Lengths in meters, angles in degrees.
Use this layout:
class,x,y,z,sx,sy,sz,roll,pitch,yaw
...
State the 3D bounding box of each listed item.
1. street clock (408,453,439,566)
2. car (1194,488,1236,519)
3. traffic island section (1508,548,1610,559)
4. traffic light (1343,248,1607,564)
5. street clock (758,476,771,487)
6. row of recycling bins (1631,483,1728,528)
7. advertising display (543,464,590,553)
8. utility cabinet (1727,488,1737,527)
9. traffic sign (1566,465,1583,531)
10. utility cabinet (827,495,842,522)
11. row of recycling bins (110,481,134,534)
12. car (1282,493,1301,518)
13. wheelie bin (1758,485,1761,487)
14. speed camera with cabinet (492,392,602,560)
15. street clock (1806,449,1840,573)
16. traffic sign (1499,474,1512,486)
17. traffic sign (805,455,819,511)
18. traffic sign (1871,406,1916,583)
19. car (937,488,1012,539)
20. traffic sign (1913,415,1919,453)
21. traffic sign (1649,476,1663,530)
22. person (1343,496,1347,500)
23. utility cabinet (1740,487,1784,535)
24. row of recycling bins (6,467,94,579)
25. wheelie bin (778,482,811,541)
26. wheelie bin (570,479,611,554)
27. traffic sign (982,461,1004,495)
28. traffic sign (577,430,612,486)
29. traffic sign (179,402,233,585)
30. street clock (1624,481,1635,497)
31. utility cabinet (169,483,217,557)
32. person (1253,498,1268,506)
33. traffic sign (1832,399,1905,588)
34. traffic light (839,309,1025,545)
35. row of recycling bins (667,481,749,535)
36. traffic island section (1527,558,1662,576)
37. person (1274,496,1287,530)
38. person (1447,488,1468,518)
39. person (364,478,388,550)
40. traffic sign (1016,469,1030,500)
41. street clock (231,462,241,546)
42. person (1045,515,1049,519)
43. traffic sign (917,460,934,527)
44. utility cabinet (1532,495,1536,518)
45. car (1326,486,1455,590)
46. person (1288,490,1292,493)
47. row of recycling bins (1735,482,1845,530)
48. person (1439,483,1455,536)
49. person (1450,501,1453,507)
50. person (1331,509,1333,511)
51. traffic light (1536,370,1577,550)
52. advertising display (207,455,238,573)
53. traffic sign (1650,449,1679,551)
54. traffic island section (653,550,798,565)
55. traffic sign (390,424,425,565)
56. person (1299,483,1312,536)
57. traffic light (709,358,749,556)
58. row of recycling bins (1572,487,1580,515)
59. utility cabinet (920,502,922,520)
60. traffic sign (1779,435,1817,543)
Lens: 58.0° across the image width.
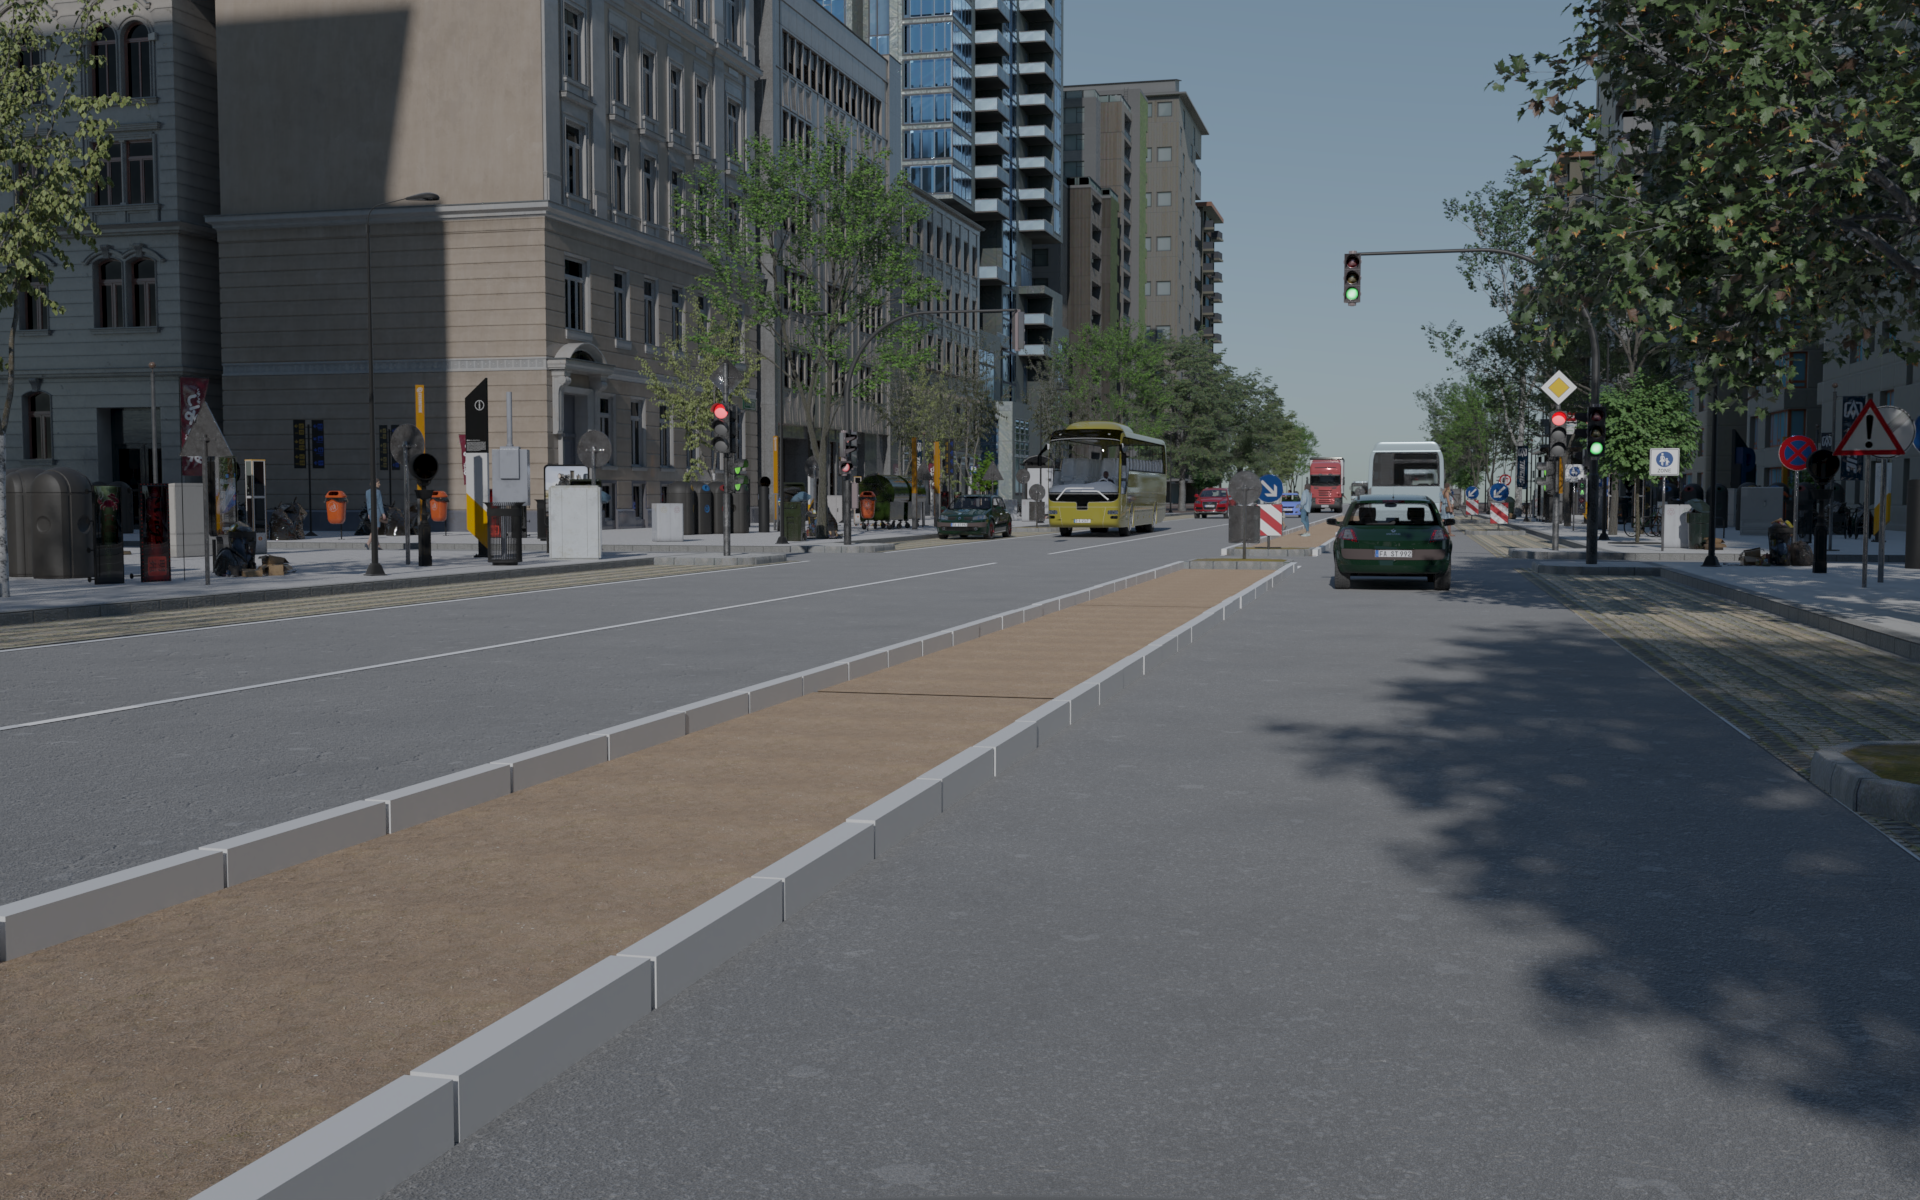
class,x,y,z,sx,sy,sz,roll,pitch,yaw
street clock,-9.518,-1.602,30.771,0.471,2.002,0.358,-3,4,-37
car,15.136,-5.746,102.621,2.281,1.827,5.304,1,4,16
traffic island section,13.592,-1.052,39.483,2.009,0.180,2.903,1,4,14
traffic light,9.505,-3.509,32.033,4.771,5.953,1.251,1,4,14
street clock,-7.967,-4.039,70.605,0.471,2.002,0.358,-2,4,-25
row of recycling bins,27.660,-3.639,66.614,3.534,1.692,1.069,2,4,35
advertising display,-8.536,-1.983,37.635,0.974,1.923,0.123,0,4,-7
utility cabinet,30.128,-3.613,67.752,0.318,1.500,1.173,0,4,-4
traffic sign,21.315,-3.547,60.121,0.606,2.300,0.079,1,4,19
utility cabinet,-5.712,-4.184,79.573,1.020,1.237,0.306,2,4,27
row of recycling bins,-28.548,-3.033,56.709,3.534,1.692,1.069,1,4,20
car,20.024,-5.866,105.501,1.945,1.707,3.694,1,4,13
wheelie bin,28.740,-3.327,62.305,0.693,1.594,0.980,2,4,30
speed camera with cabinet,-8.070,-2.419,33.881,2.038,3.252,0.660,-1,4,-8
street clock,13.958,-1.437,28.064,0.471,2.002,0.358,1,4,16
traffic sign,34.675,-6.732,110.177,0.768,2.556,0.104,1,4,22
traffic sign,-4.776,-3.477,56.952,0.768,2.556,0.104,1,4,21
traffic sign,13.349,-1.525,25.038,0.768,2.556,0.104,1,4,18
car,0.486,-2.807,55.680,2.009,1.686,4.222,1,4,14
traffic sign,14.333,-1.546,25.386,0.768,2.556,0.104,1,4,21
traffic sign,24.847,-3.808,62.263,0.884,2.594,0.081,1,4,22
person,31.074,-8.165,141.937,1.348,1.831,0.705,0,4,4
utility cabinet,24.766,-2.742,53.509,1.173,1.500,0.318,2,4,29
row of recycling bins,-14.701,-1.240,27.379,3.534,1.692,1.069,3,5,44
wheelie bin,-4.518,-2.398,47.116,0.980,1.594,0.693,1,4,10
wheelie bin,-7.790,-1.732,36.230,0.980,1.594,0.693,-1,4,-10
traffic sign,1.261,-4.096,66.975,0.884,2.594,0.081,1,4,16
traffic sign,-7.295,-2.104,34.511,0.768,2.556,0.104,1,4,17
traffic sign,-10.622,-1.491,24.384,0.884,2.594,0.081,1,4,16
street clock,30.312,-4.520,78.468,0.471,2.002,0.358,1,4,18
utility cabinet,-15.682,-1.631,35.351,0.318,1.500,1.173,1,4,20
person,12.809,-3.969,73.746,0.623,1.781,0.721,-2,4,-25
traffic sign,12.417,-1.450,23.709,0.884,2.594,0.081,1,4,21
traffic light,-0.774,-4.185,43.100,4.771,5.953,1.251,1,4,14
row of recycling bins,-8.074,-2.950,55.350,1.069,1.692,3.534,2,4,32
traffic island section,11.588,-0.579,31.753,2.009,0.180,2.903,1,4,14
person,12.573,-3.633,68.244,0.624,1.780,0.694,2,4,28
person,29.793,-5.836,104.134,1.509,1.804,0.699,1,4,9
person,-14.624,-2.120,43.188,0.581,1.822,0.654,3,5,42
traffic sign,3.165,-5.333,87.305,0.768,2.556,0.104,1,4,22
street clock,-15.906,-2.032,37.800,0.358,2.002,0.471,0,4,5
person,3.990,-3.517,71.494,0.738,1.151,1.012,-1,4,-19
traffic sign,-1.434,-4.080,66.712,0.884,2.594,0.081,1,4,20
utility cabinet,31.526,-5.116,94.814,0.306,1.237,1.020,2,4,23
car,6.781,-1.069,27.259,2.009,1.686,4.222,1,4,13
person,22.460,-6.685,118.618,0.721,1.723,1.217,2,4,25
row of recycling bins,28.884,-3.255,60.329,3.534,1.692,1.069,3,5,40
person,16.378,-3.048,58.429,0.778,1.811,0.616,0,4,-7
person,26.484,-4.919,93.601,0.352,1.250,0.332,1,4,17
person,31.489,-8.416,146.042,1.348,1.831,0.705,0,4,4
traffic light,13.556,-3.086,39.379,0.839,4.253,0.868,1,4,14
advertising display,-12.159,-1.430,28.587,0.123,1.923,0.974,0,4,-3
traffic sign,15.774,-2.245,38.829,0.606,2.300,0.079,1,4,23
traffic island section,-4.860,-0.839,36.004,2.009,0.180,2.903,1,4,14
traffic sign,-10.034,-1.915,31.408,0.768,2.556,0.104,1,4,22
person,11.714,-3.046,58.566,0.793,1.790,0.793,0,4,0
traffic light,-4.824,-2.871,35.860,0.839,4.253,0.868,1,4,14
row of recycling bins,38.199,-6.027,105.660,3.534,1.692,1.069,1,4,11
utility cabinet,-2.030,-4.516,84.994,0.306,1.237,1.020,1,4,16
traffic sign,18.095,-2.285,37.472,0.768,2.556,0.104,1,4,15
